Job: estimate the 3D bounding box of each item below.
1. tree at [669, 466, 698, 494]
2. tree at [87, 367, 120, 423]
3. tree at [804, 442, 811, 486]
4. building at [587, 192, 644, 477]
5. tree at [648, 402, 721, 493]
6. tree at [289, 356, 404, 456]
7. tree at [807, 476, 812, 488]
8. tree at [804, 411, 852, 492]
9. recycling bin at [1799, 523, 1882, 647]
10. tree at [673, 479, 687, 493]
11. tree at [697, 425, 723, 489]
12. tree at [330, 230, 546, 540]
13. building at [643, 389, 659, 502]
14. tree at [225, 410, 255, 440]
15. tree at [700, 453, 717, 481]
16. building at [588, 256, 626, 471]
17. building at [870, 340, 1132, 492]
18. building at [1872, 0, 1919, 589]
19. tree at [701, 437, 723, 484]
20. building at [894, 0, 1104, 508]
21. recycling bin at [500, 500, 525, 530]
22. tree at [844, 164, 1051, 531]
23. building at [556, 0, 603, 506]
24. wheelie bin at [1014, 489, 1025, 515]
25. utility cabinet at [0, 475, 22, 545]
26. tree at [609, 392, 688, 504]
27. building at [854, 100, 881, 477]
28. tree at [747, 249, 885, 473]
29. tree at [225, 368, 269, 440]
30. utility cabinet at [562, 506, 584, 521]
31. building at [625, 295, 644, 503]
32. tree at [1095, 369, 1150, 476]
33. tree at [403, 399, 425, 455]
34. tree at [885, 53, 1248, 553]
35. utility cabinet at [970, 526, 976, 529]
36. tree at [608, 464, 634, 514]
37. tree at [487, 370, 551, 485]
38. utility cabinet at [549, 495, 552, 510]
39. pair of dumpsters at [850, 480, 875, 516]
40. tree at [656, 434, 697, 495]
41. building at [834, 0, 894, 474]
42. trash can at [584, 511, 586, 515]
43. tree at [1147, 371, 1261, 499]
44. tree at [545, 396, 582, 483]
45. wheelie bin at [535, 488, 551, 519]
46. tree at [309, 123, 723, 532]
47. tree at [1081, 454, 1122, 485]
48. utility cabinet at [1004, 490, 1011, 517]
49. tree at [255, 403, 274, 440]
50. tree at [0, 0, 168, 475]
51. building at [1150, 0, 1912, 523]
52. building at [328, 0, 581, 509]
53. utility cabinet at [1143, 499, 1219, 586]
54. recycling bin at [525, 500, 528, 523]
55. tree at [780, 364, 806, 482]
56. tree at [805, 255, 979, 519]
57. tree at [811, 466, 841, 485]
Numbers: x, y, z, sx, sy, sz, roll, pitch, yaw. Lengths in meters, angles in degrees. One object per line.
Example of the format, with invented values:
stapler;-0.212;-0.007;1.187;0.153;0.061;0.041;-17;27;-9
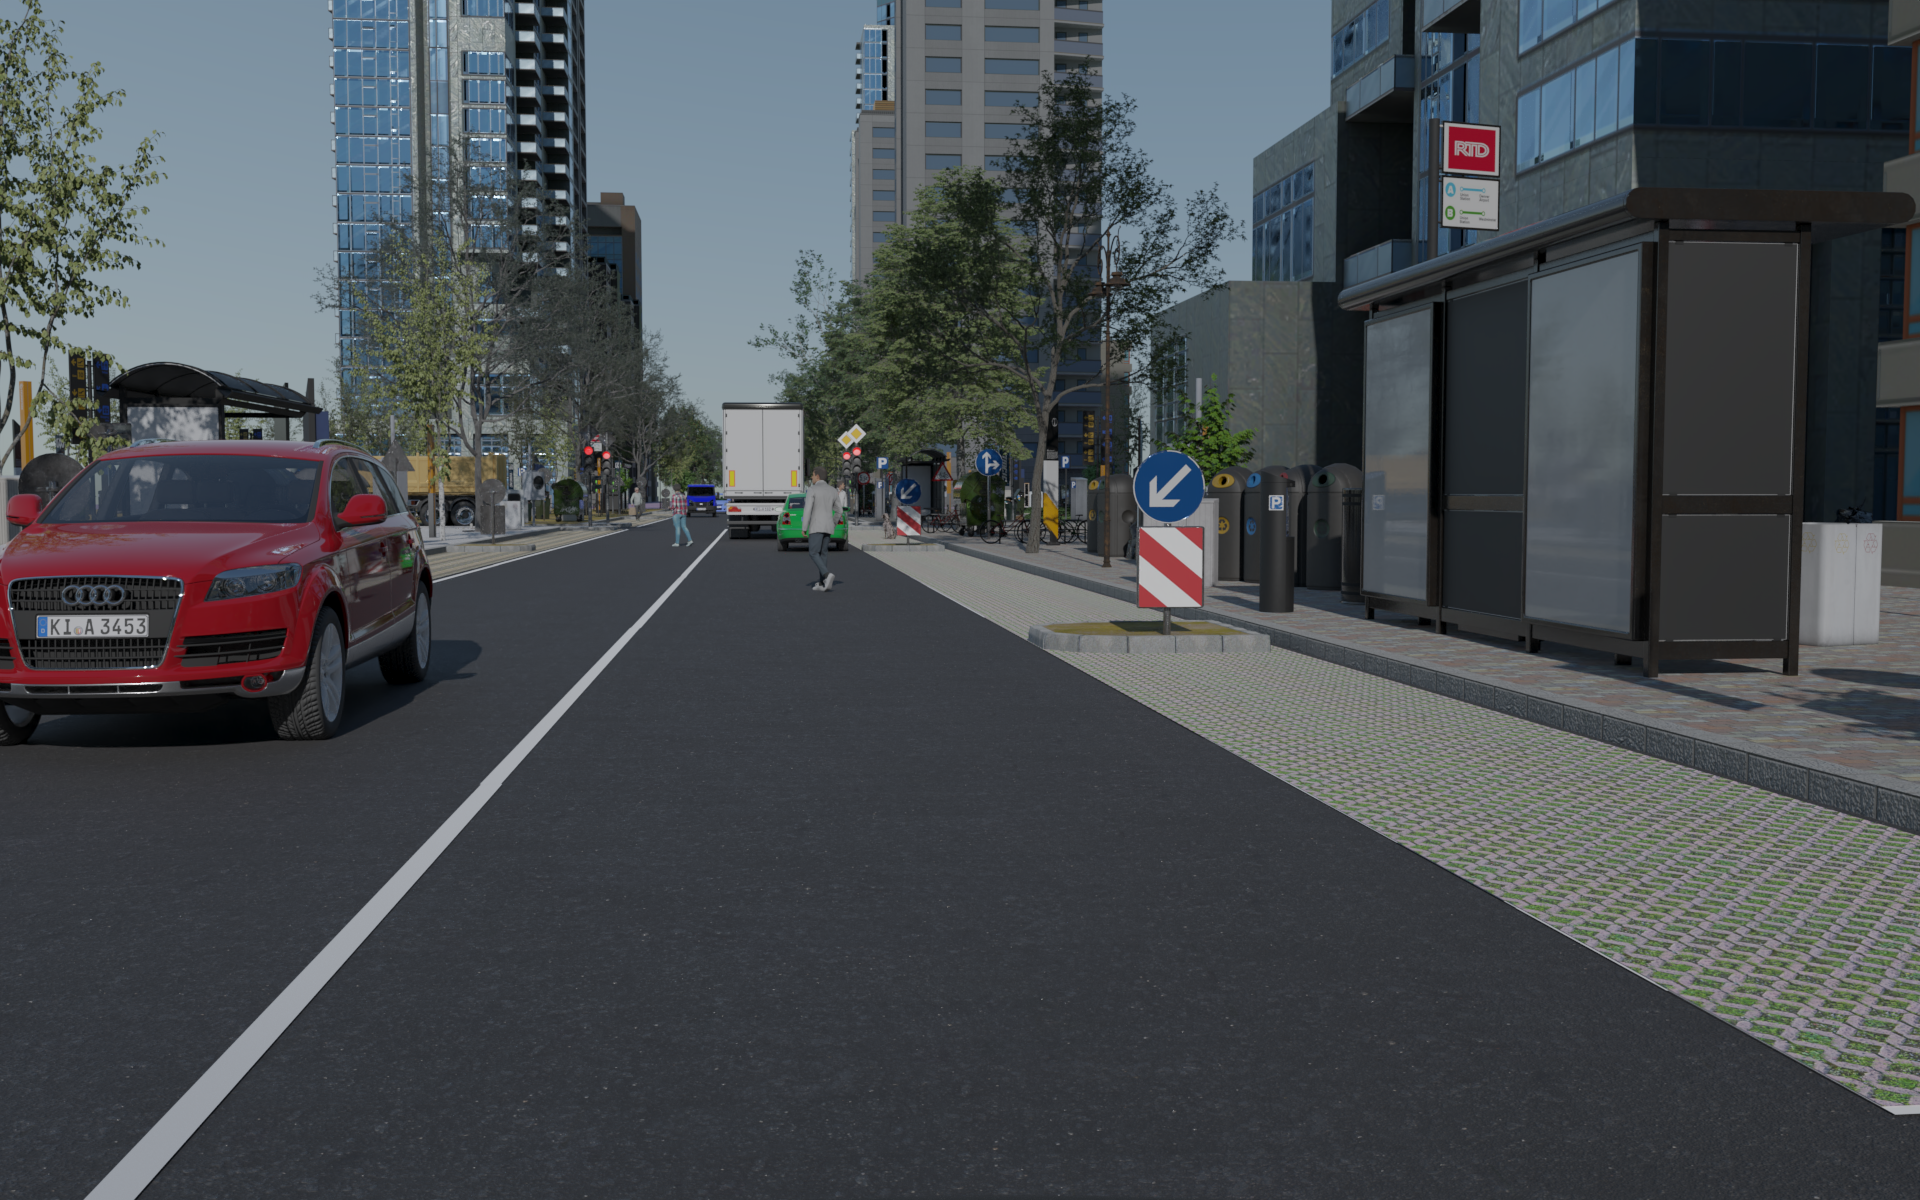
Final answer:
tree;-31.609;-13.103;197.939;4.285;4.588;4.351;0;3;0
tree;-47.080;-8.995;97.432;4.360;8.622;3.978;0;3;0
tree;-27.295;-23.030;294.668;7.486;12.596;7.792;0;3;0
building;-55.100;-37.306;260.055;14.600;45.320;14.200;0;4;-7
tree;-34.044;-18.065;212.367;9.611;12.733;9.660;0;3;0
tree;-32.097;-8.521;89.679;4.360;8.622;3.978;0;3;0
tree;-18.230;-17.405;210.328;9.928;11.665;9.643;0;3;0
tree;-10.537;-11.901;144.937;4.737;8.622;4.395;0;3;0
recycling bin;7.407;-0.147;14.960;0.722;1.027;0.722;-2;4;-25
tree;-30.887;-11.946;189.915;1.663;3.219;1.824;0;3;0
tree;-44.537;-24.623;309.245;9.857;13.997;8.962;0;3;0
tree;-14.492;-5.940;47.486;4.737;8.622;4.395;0;3;0
building;-63.977;-26.717;281.860;27.650;21.520;28.899;0;4;-7
tree;-47.377;-9.648;108.114;4.360;8.622;3.978;0;3;0
tree;-40.377;-20.154;263.927;7.601;10.594;8.767;2;4;27
building;-48.260;-26.667;207.711;14.160;30.474;14.107;0;4;-7
building;3.953;-22.185;207.757;27.650;21.520;28.899;0;4;-7
building;28.284;-10.158;11.124;27.650;21.520;28.899;0;4;-7
tree;-43.864;-22.567;294.720;9.928;11.665;9.643;0;3;0
building;3.794;-38.894;177.917;21.231;58.520;28.212;0;4;-7
recycling bin;-16.006;-3.008;61.730;0.722;1.027;0.722;-1;4;-10
tree;-0.332;-8.704;60.438;7.486;12.596;7.792;0;3;0
building;-49.290;-45.912;188.906;20.563;71.187;20.611;0;4;-7
wheelie bin;3.639;-6.044;106.730;0.693;1.594;0.980;-1;4;-17
utility cabinet;-11.161;-0.717;20.406;1.173;1.500;0.318;-1;4;-17
tree;-26.556;-13.002;146.992;7.601;10.594;8.767;-1;4;-10
building;-5.591;-44.325;266.713;21.231;58.520;28.212;0;4;-7
tree;-9.769;-17.090;135.315;12.611;20.169;13.585;0;3;0
tree;-42.900;-9.270;101.921;4.737;8.622;4.395;0;3;0
utility cabinet;-18.476;-4.509;82.405;1.173;1.500;0.318;1;4;17
building;-52.767;-29.043;246.556;14.160;30.474;14.107;0;4;-7
tree;9.560;-9.112;99.347;4.360;8.622;3.978;0;3;0
tree;-32.290;-9.023;97.895;4.360;8.622;3.978;0;3;0
tree;1.817;-6.279;37.071;7.601;10.594;8.767;3;5;41
utility cabinet;0.608;-3.211;63.667;0.306;1.237;1.020;1;4;13
tree;-22.003;-7.185;112.080;1.663;3.219;1.824;0;3;0
tree;-25.765;-9.276;102.030;4.360;8.622;3.978;0;3;0
utility cabinet;-32.918;-7.736;137.637;1.020;1.237;0.306;2;4;24
pair of dumpsters;-5.783;-6.295;105.417;1.574;2.255;4.437;0;4;-7
tree;-30.344;-14.297;184.117;4.737;8.622;4.395;0;3;0
building;-9.883;-60.128;295.769;22.319;86.520;31.000;0;4;-7
trash can;-23.014;-5.763;105.876;0.748;1.137;0.748;0;3;0
tree;4.001;-2.003;27.349;1.663;3.219;1.824;0;3;0
tree;-28.071;-10.376;120.006;4.737;8.622;4.395;0;3;0
wheelie bin;-21.134;-4.880;87.697;0.693;1.594;0.980;-3;5;-44
tree;-16.454;-9.063;58.544;12.009;13.543;11.850;0;3;0
tree;11.359;-9.465;138.458;4.285;4.588;4.351;0;3;0
utility cabinet;2.258;-5.403;97.018;1.173;1.500;0.318;-2;4;-26
tree;-50.557;-10.889;128.398;4.360;8.622;3.978;0;3;0
tree;-12.000;-4.348;21.452;4.737;8.622;4.395;0;3;0
building;19.756;-44.869;46.286;22.319;86.520;31.000;0;4;-7
building;-46.981;-51.966;162.314;22.319;86.520;31.000;0;4;-7
utility cabinet;3.094;-0.804;24.313;1.020;1.237;0.306;1;4;22
recycling bin;-19.554;-3.907;76.425;0.722;1.027;0.722;3;4;39
tree;-11.776;-15.409;158.594;9.857;13.997;8.962;0;3;0
tree;-3.387;-11.247;90.538;9.857;13.997;8.962;0;3;0
tree;-13.346;-11.653;174.241;4.285;4.588;4.351;0;3;0
